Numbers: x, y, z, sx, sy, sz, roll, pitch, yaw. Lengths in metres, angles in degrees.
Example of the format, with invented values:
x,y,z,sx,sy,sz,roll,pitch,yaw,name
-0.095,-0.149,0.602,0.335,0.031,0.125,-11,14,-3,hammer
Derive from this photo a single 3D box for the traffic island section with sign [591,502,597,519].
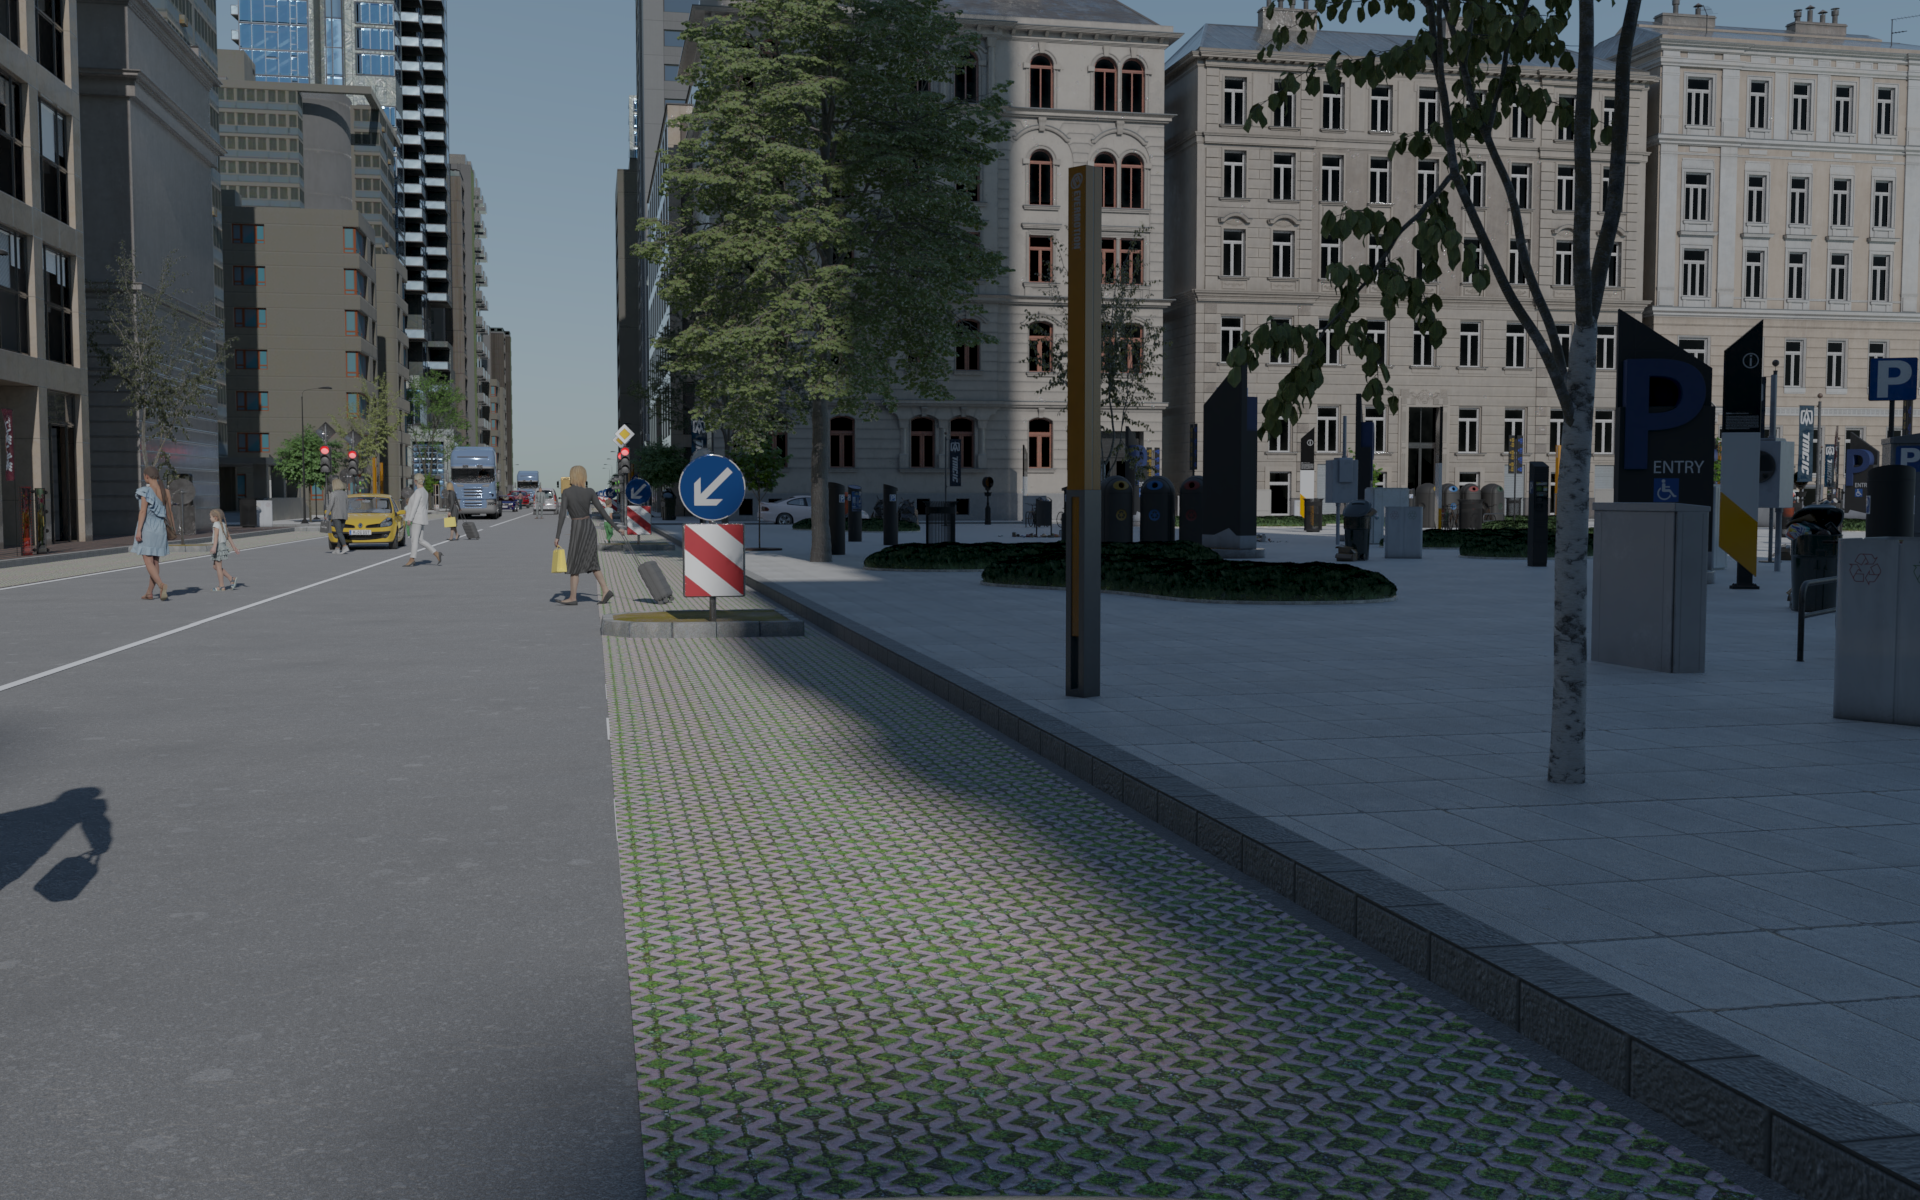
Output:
x,y,z,sx,sy,sz,roll,pitch,yaw,name
-8.371,-2.189,44.425,1.989,1.847,2.006,-1,4,-12,traffic island section with sign

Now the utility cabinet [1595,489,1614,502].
x,y,z,sx,sy,sz,roll,pitch,yaw,name
26.375,-3.765,70.236,1.173,1.500,0.318,3,5,45,utility cabinet

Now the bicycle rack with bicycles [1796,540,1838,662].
x,y,z,sx,sy,sz,roll,pitch,yaw,name
7.885,-0.001,13.405,2.852,0.926,2.925,3,5,41,bicycle rack with bicycles

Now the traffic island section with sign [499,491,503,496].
x,y,z,sx,sy,sz,roll,pitch,yaw,name
-52.867,-11.671,199.443,1.989,1.847,2.006,-1,4,-12,traffic island section with sign

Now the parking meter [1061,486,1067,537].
x,y,z,sx,sy,sz,roll,pitch,yaw,name
2.595,-2.004,41.169,0.372,1.533,0.369,0,3,0,parking meter

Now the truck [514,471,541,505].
x,y,z,sx,sy,sz,roll,pitch,yaw,name
-50.983,-13.195,205.499,2.967,4.110,18.799,-1,4,-12,truck

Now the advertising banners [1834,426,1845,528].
x,y,z,sx,sy,sz,roll,pitch,yaw,name
22.168,-2.905,43.691,0.090,3.025,2.074,1,4,22,advertising banners

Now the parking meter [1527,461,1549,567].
x,y,z,sx,sy,sz,roll,pitch,yaw,name
10.226,-1.524,30.631,0.255,1.863,0.399,0,4,1,parking meter

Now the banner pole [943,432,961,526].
x,y,z,sx,sy,sz,roll,pitch,yaw,name
-0.344,-4.856,69.413,0.863,3.779,0.401,1,4,11,banner pole

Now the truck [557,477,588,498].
x,y,z,sx,sy,sz,roll,pitch,yaw,name
-43.319,-12.100,193.765,3.469,3.379,9.791,-1,4,-13,truck

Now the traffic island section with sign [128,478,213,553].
x,y,z,sx,sy,sz,roll,pitch,yaw,name
-19.488,-2.118,43.255,1.989,1.847,2.006,-1,4,-12,traffic island section with sign

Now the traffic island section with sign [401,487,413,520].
x,y,z,sx,sy,sz,roll,pitch,yaw,name
-31.108,-5.443,97.622,1.989,1.847,2.006,-1,4,-12,traffic island section with sign

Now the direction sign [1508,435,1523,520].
x,y,z,sx,sy,sz,roll,pitch,yaw,name
21.386,-4.571,66.728,0.876,3.537,0.379,-3,4,-38,direction sign

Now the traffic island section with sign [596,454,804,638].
x,y,z,sx,sy,sz,roll,pitch,yaw,name
-2.736,-0.577,18.063,1.989,1.847,2.006,-1,4,-12,traffic island section with sign

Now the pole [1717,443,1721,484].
x,y,z,sx,sy,sz,roll,pitch,yaw,name
30.021,-4.561,68.415,0.158,3.312,0.155,0,3,0,pole

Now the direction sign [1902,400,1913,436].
x,y,z,sx,sy,sz,roll,pitch,yaw,name
19.374,-2.659,35.475,0.379,3.537,0.876,1,4,19,direction sign

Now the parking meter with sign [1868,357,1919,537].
x,y,z,sx,sy,sz,roll,pitch,yaw,name
11.661,-1.540,21.432,0.543,3.016,1.738,1,4,19,parking meter with sign

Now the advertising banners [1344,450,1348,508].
x,y,z,sx,sy,sz,roll,pitch,yaw,name
15.201,-4.402,68.158,0.090,3.025,2.074,1,4,15,advertising banners

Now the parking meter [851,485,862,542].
x,y,z,sx,sy,sz,roll,pitch,yaw,name
-2.830,-2.338,46.631,0.372,1.533,0.369,0,3,0,parking meter

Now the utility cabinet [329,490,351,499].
x,y,z,sx,sy,sz,roll,pitch,yaw,name
-36.193,-5.657,101.163,1.173,1.500,0.318,0,4,6,utility cabinet

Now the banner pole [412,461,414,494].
x,y,z,sx,sy,sz,roll,pitch,yaw,name
-41.252,-8.600,130.624,0.401,3.779,0.863,-2,4,-25,banner pole

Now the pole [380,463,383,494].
x,y,z,sx,sy,sz,roll,pitch,yaw,name
-37.682,-7.278,112.833,0.158,3.312,0.155,0,3,0,pole

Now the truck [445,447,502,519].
x,y,z,sx,sy,sz,roll,pitch,yaw,name
-28.994,-7.000,104.210,2.967,4.110,18.799,-1,4,-14,truck

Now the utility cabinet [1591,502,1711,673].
x,y,z,sx,sy,sz,roll,pitch,yaw,name
5.115,-0.104,12.867,0.306,1.237,1.020,-1,4,-13,utility cabinet

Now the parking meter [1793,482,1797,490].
x,y,z,sx,sy,sz,roll,pitch,yaw,name
39.181,-4.640,81.582,0.255,1.863,0.399,0,4,-4,parking meter

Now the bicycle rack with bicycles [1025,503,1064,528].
x,y,z,sx,sy,sz,roll,pitch,yaw,name
3.526,-3.270,66.854,2.852,0.926,2.925,2,4,28,bicycle rack with bicycles

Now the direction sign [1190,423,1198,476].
x,y,z,sx,sy,sz,roll,pitch,yaw,name
7.533,-3.909,55.909,0.379,3.537,0.876,0,4,-7,direction sign

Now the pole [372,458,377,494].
x,y,z,sx,sy,sz,roll,pitch,yaw,name
-32.775,-6.311,97.021,0.158,3.312,0.155,0,3,0,pole

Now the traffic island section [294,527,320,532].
x,y,z,sx,sy,sz,roll,pitch,yaw,name
-24.638,-2.760,67.414,2.009,0.180,2.903,-1,4,-12,traffic island section

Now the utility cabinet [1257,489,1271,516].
x,y,z,sx,sy,sz,roll,pitch,yaw,name
14.328,-4.558,83.200,1.173,1.500,0.318,2,4,23,utility cabinet

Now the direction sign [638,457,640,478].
x,y,z,sx,sy,sz,roll,pitch,yaw,name
-19.532,-6.945,105.553,0.379,3.537,0.876,-1,4,-22,direction sign

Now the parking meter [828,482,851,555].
x,y,z,sx,sy,sz,roll,pitch,yaw,name
-2.609,-1.720,36.530,0.372,1.533,0.369,0,3,0,parking meter

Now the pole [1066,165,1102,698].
x,y,z,sx,sy,sz,roll,pitch,yaw,name
0.780,-1.043,10.900,0.158,3.312,0.155,0,3,0,pole

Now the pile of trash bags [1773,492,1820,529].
x,y,z,sx,sy,sz,roll,pitch,yaw,name
30.564,-3.256,62.984,1.912,1.369,3.447,3,5,41,pile of trash bags

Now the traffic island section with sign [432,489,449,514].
x,y,z,sx,sy,sz,roll,pitch,yaw,name
-36.745,-7.055,123.984,1.989,1.847,2.006,-1,4,-12,traffic island section with sign

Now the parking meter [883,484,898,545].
x,y,z,sx,sy,sz,roll,pitch,yaw,name
-1.737,-2.139,43.381,0.372,1.533,0.369,0,3,0,parking meter

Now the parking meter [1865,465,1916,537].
x,y,z,sx,sy,sz,roll,pitch,yaw,name
8.107,-0.410,15.118,0.372,1.533,0.369,0,3,0,parking meter

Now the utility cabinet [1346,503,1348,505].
x,y,z,sx,sy,sz,roll,pitch,yaw,name
12.331,-2.556,52.952,1.020,1.237,0.306,0,4,-3,utility cabinet

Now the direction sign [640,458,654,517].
x,y,z,sx,sy,sz,roll,pitch,yaw,name
-17.522,-6.488,98.077,0.876,3.537,0.379,0,4,-6,direction sign

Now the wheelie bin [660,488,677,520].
x,y,z,sx,sy,sz,roll,pitch,yaw,name
-14.274,-4.700,84.756,0.693,1.594,0.980,-2,4,-30,wheelie bin

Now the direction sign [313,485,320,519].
x,y,z,sx,sy,sz,roll,pitch,yaw,name
-32.635,-5.855,87.730,0.379,3.537,0.876,2,4,33,direction sign

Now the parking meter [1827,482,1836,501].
x,y,z,sx,sy,sz,roll,pitch,yaw,name
40.542,-4.580,80.598,0.399,1.863,0.255,-2,4,-33,parking meter

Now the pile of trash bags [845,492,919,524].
x,y,z,sx,sy,sz,roll,pitch,yaw,name
-3.318,-3.671,69.768,3.447,1.369,1.912,0,4,4,pile of trash bags

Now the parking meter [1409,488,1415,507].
x,y,z,sx,sy,sz,roll,pitch,yaw,name
19.965,-4.184,76.820,0.372,1.533,0.369,0,3,0,parking meter

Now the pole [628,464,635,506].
x,y,z,sx,sy,sz,roll,pitch,yaw,name
-22.095,-7.529,116.949,0.158,3.312,0.155,0,3,0,pole

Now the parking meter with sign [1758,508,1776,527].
x,y,z,sx,sy,sz,roll,pitch,yaw,name
31.095,-4.311,66.742,1.738,3.016,0.543,1,4,21,parking meter with sign

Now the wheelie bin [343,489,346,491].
x,y,z,sx,sy,sz,roll,pitch,yaw,name
-35.666,-5.611,99.642,0.980,1.594,0.693,1,4,9,wheelie bin

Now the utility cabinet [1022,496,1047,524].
x,y,z,sx,sy,sz,roll,pitch,yaw,name
3.185,-3.841,73.956,1.020,1.237,0.306,0,4,4,utility cabinet

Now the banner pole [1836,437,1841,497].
x,y,z,sx,sy,sz,roll,pitch,yaw,name
38.385,-5.270,76.179,0.863,3.779,0.401,0,4,-5,banner pole

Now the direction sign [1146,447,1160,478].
x,y,z,sx,sy,sz,roll,pitch,yaw,name
9.343,-5.620,83.877,0.876,3.537,0.379,-3,4,-38,direction sign

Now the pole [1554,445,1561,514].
x,y,z,sx,sy,sz,roll,pitch,yaw,name
24.921,-4.794,72.219,0.158,3.312,0.155,0,3,0,pole

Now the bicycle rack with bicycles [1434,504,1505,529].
x,y,z,sx,sy,sz,roll,pitch,yaw,name
17.831,-2.927,61.239,2.852,0.926,2.925,3,5,41,bicycle rack with bicycles

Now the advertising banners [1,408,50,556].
x,y,z,sx,sy,sz,roll,pitch,yaw,name
-19.509,-2.444,36.145,0.090,3.025,2.074,0,4,-6,advertising banners

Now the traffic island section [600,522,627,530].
x,y,z,sx,sy,sz,roll,pitch,yaw,name
-15.116,-3.384,77.601,2.009,0.180,2.903,-1,4,-12,traffic island section

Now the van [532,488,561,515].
x,y,z,sx,sy,sz,roll,pitch,yaw,name
-29.049,-7.003,121.516,2.013,2.044,4.112,-1,4,-11,van
